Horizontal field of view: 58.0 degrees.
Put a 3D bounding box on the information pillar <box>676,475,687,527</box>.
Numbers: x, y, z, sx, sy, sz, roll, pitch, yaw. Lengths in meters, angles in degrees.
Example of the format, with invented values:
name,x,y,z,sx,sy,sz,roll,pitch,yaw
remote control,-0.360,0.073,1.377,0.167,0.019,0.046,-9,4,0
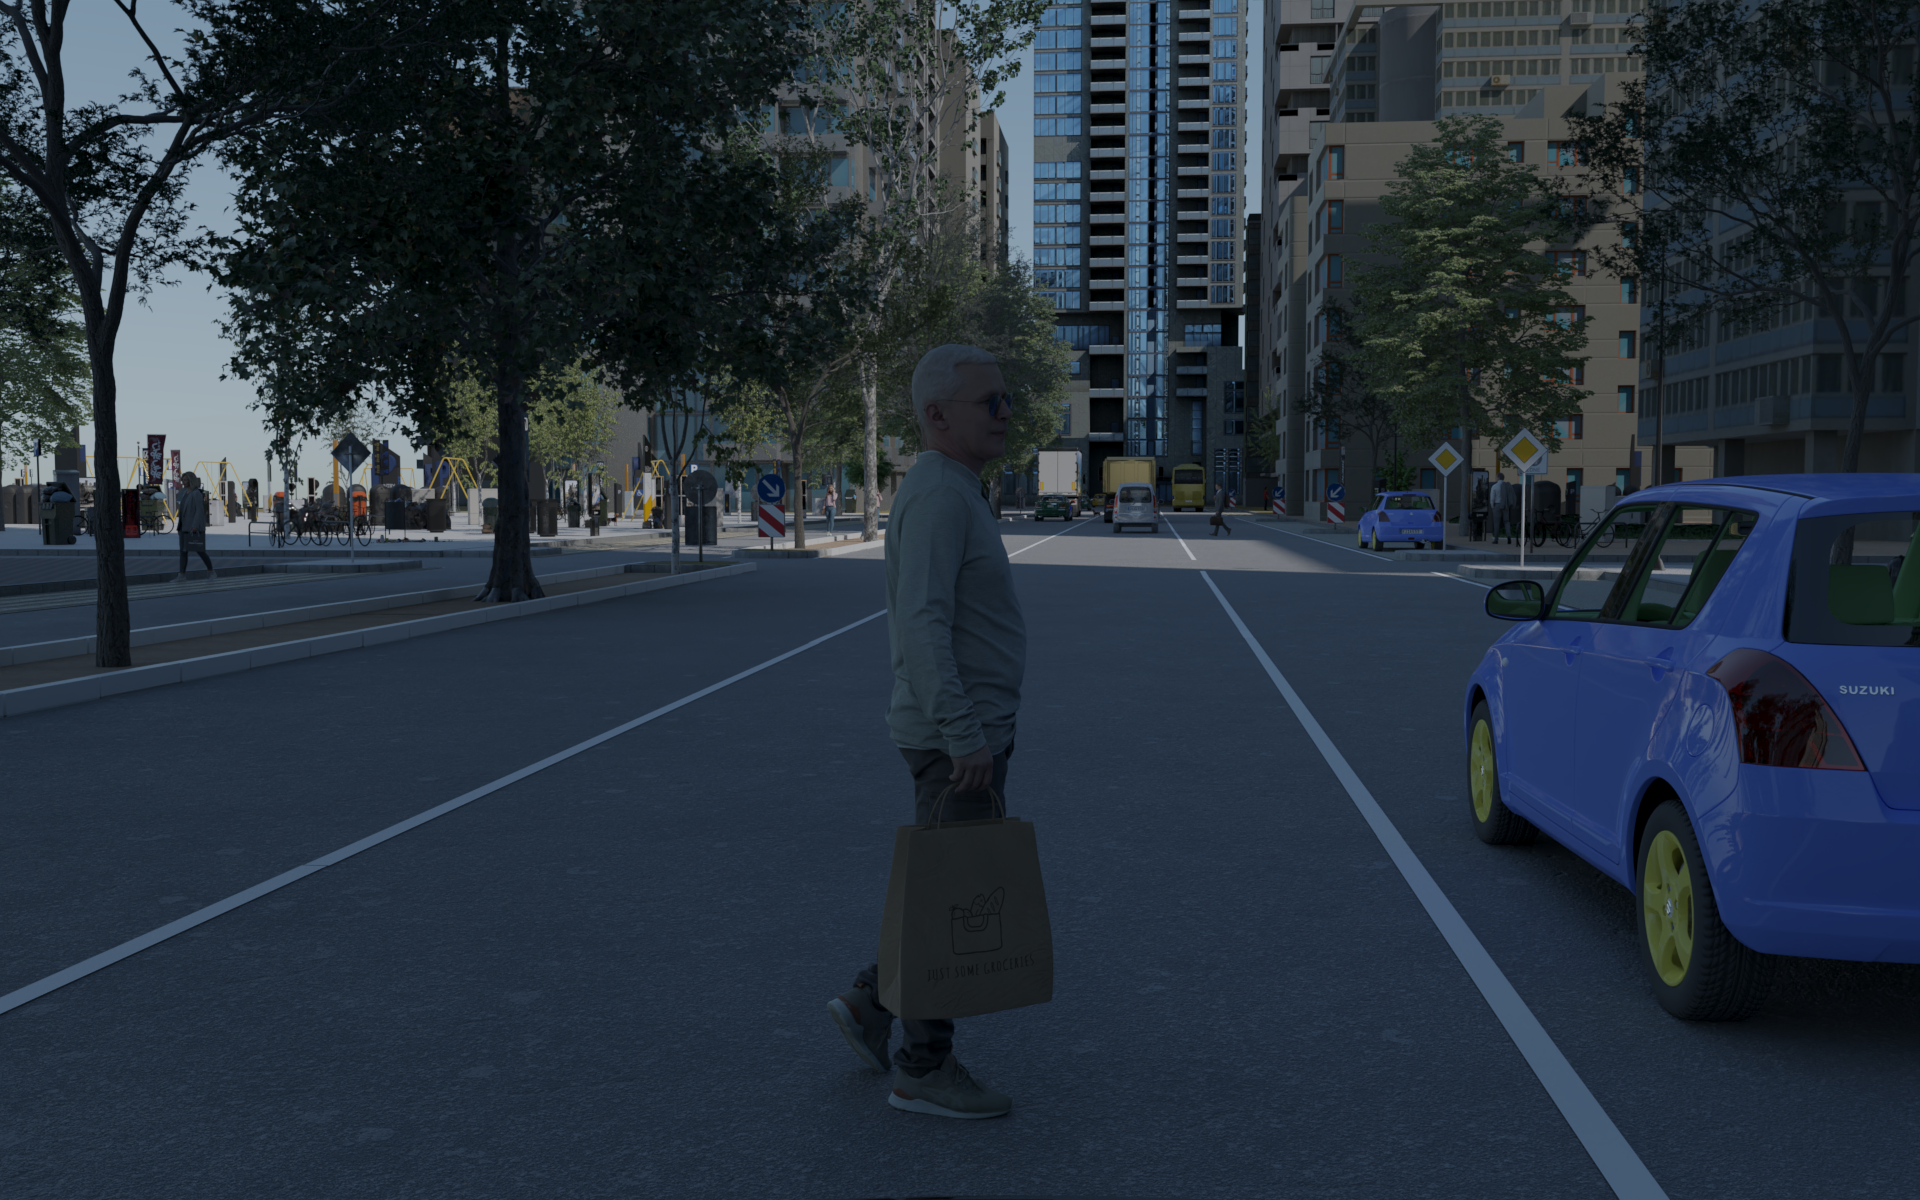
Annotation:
name,x,y,z,sx,sy,sz,roll,pitch,yaw
information pillar,-10.796,-3.841,67.298,0.304,2.012,0.304,-3,5,-43

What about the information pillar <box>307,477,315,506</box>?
name,x,y,z,sx,sy,sz,roll,pitch,yaw
information pillar,-28.238,-4.338,75.424,0.304,2.012,0.304,-1,4,-21

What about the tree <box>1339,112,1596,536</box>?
name,x,y,z,sx,sy,sz,roll,pitch,yaw
tree,15.015,-8.219,52.514,7.486,12.596,7.792,0,3,0

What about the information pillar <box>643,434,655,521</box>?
name,x,y,z,sx,sy,sz,roll,pitch,yaw
information pillar,-12.283,-4.686,67.979,0.183,3.616,0.504,1,4,21

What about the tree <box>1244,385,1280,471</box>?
name,x,y,z,sx,sy,sz,roll,pitch,yaw
tree,21.453,-10.157,116.435,4.737,8.622,4.395,0,3,0

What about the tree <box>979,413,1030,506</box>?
name,x,y,z,sx,sy,sz,roll,pitch,yaw
tree,1.599,-8.360,89.505,4.360,8.622,3.978,0,3,0

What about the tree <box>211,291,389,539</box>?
name,x,y,z,sx,sy,sz,roll,pitch,yaw
tree,-18.964,-6.046,49.212,4.360,8.622,3.978,0,3,0

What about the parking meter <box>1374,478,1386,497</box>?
name,x,y,z,sx,sy,sz,roll,pitch,yaw
parking meter,14.957,-3.425,61.704,0.399,1.863,0.255,-2,4,-31

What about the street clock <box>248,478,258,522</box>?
name,x,y,z,sx,sy,sz,roll,pitch,yaw
street clock,-32.429,-4.583,79.503,0.358,2.002,0.471,0,4,8

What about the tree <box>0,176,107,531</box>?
name,x,y,z,sx,sy,sz,roll,pitch,yaw
tree,-33.314,-8.674,59.948,7.486,12.596,7.792,0,3,0

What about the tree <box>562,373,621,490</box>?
name,x,y,z,sx,sy,sz,roll,pitch,yaw
tree,-22.827,-9.492,105.557,4.360,8.622,3.978,0,3,0

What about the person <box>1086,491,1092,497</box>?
name,x,y,z,sx,sy,sz,roll,pitch,yaw
person,12.568,-9.924,171.468,1.217,1.735,0.721,-1,4,-13

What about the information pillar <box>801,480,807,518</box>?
name,x,y,z,sx,sy,sz,roll,pitch,yaw
information pillar,-8.285,-5.312,91.341,0.304,2.012,0.304,-2,4,-24

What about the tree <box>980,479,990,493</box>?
name,x,y,z,sx,sy,sz,roll,pitch,yaw
tree,2.773,-12.099,192.422,1.663,3.219,1.824,0,3,0

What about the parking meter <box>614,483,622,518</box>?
name,x,y,z,sx,sy,sz,roll,pitch,yaw
parking meter,-18.355,-5.339,93.005,0.255,1.863,0.399,3,4,39

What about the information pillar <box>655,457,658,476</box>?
name,x,y,z,sx,sy,sz,roll,pitch,yaw
information pillar,-17.445,-6.576,98.875,0.183,3.616,0.504,3,4,38

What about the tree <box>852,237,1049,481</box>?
name,x,y,z,sx,sy,sz,roll,pitch,yaw
tree,-0.116,-9.470,75.425,7.486,12.596,7.792,0,3,0

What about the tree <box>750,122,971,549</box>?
name,x,y,z,sx,sy,sz,roll,pitch,yaw
tree,-3.814,-6.428,41.968,8.767,10.594,7.601,0,4,6

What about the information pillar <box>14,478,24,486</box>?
name,x,y,z,sx,sy,sz,roll,pitch,yaw
information pillar,-43.246,-4.598,79.673,0.304,2.012,0.304,0,4,-5

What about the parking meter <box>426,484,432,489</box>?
name,x,y,z,sx,sy,sz,roll,pitch,yaw
parking meter,-32.161,-6.081,105.135,0.399,1.863,0.255,-1,4,-9

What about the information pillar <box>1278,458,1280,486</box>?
name,x,y,z,sx,sy,sz,roll,pitch,yaw
information pillar,20.575,-7.335,111.277,0.183,3.616,0.504,-1,4,-14

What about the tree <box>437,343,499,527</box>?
name,x,y,z,sx,sy,sz,roll,pitch,yaw
tree,-18.883,-7.160,67.421,4.737,8.622,4.395,0,3,0

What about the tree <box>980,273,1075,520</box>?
name,x,y,z,sx,sy,sz,roll,pitch,yaw
tree,2.002,-11.463,96.536,9.857,13.997,8.962,0,3,0

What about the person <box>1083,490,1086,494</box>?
name,x,y,z,sx,sy,sz,roll,pitch,yaw
person,12.099,-9.755,168.003,0.705,1.823,1.348,2,4,31

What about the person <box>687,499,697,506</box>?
name,x,y,z,sx,sy,sz,roll,pitch,yaw
person,-13.146,-4.763,84.410,0.515,1.767,0.782,2,4,33

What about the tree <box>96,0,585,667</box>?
name,x,y,z,sx,sy,sz,roll,pitch,yaw
tree,-6.949,-4.740,14.365,8.767,10.594,7.601,0,4,6

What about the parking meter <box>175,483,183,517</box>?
name,x,y,z,sx,sy,sz,roll,pitch,yaw
parking meter,-42.934,-5.475,95.229,0.399,1.863,0.255,2,4,24

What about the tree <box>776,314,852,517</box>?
name,x,y,z,sx,sy,sz,roll,pitch,yaw
tree,-6.469,-11.017,98.254,7.486,12.596,7.792,0,3,0

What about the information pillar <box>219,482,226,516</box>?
name,x,y,z,sx,sy,sz,roll,pitch,yaw
information pillar,-43.273,-5.943,101.654,0.304,2.012,0.304,-3,4,-36

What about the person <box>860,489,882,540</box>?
name,x,y,z,sx,sy,sz,roll,pitch,yaw
person,-2.765,-2.715,53.482,0.643,1.750,0.593,3,4,38

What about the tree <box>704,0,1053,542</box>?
name,x,y,z,sx,sy,sz,roll,pitch,yaw
tree,-3.780,-11.839,51.919,12.611,20.169,13.585,0,3,0

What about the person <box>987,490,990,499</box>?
name,x,y,z,sx,sy,sz,roll,pitch,yaw
person,3.303,-11.051,187.507,1.217,1.735,0.721,3,4,38

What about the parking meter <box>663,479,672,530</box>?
name,x,y,z,sx,sy,sz,roll,pitch,yaw
parking meter,-10.518,-3.485,62.686,0.399,1.863,0.255,-2,4,-34

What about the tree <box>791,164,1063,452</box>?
name,x,y,z,sx,sy,sz,roll,pitch,yaw
tree,-1.218,-9.265,64.304,12.009,13.543,11.850,0,3,0

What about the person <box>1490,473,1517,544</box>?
name,x,y,z,sx,sy,sz,roll,pitch,yaw
person,13.922,-2.339,44.391,0.679,1.850,0.850,0,4,-6

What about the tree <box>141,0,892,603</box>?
name,x,y,z,sx,sy,sz,roll,pitch,yaw
tree,-5.970,-6.328,22.935,9.611,12.733,9.660,0,3,0

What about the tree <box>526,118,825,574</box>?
name,x,y,z,sx,sy,sz,roll,pitch,yaw
tree,-5.041,-4.740,30.320,4.737,8.622,4.395,0,3,0

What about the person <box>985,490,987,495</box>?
name,x,y,z,sx,sy,sz,roll,pitch,yaw
person,2.627,-10.859,184.145,0.434,1.755,0.990,-1,4,-15

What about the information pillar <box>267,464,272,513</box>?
name,x,y,z,sx,sy,sz,roll,pitch,yaw
information pillar,-46.190,-7.615,115.860,0.183,3.616,0.504,-3,5,-44

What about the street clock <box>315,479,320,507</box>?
name,x,y,z,sx,sy,sz,roll,pitch,yaw
street clock,-31.789,-4.936,85.266,0.471,2.002,0.358,1,4,10

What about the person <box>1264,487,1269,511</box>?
name,x,y,z,sx,sy,sz,roll,pitch,yaw
person,23.388,-7.720,132.207,0.705,1.831,1.348,0,4,3

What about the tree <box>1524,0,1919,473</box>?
name,x,y,z,sx,sy,sz,roll,pitch,yaw
tree,11.766,-5.393,22.595,8.767,10.594,7.601,0,4,1

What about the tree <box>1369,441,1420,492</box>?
name,x,y,z,sx,sy,sz,roll,pitch,yaw
tree,15.915,-4.171,62.791,1.663,3.219,1.824,0,3,0

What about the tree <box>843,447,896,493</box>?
name,x,y,z,sx,sy,sz,roll,pitch,yaw
tree,-5.555,-7.436,105.290,4.285,4.588,4.351,0,3,0

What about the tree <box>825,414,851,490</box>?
name,x,y,z,sx,sy,sz,roll,pitch,yaw
tree,-8.133,-9.819,110.902,4.737,8.622,4.395,0,3,0

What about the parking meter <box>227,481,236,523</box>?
name,x,y,z,sx,sy,sz,roll,pitch,yaw
parking meter,-32.346,-4.355,76.912,0.255,1.863,0.399,-1,4,-11

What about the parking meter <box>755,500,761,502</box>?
name,x,y,z,sx,sy,sz,roll,pitch,yaw
parking meter,-12.084,-5.830,103.726,0.372,1.533,0.369,0,3,0

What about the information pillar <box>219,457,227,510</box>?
name,x,y,z,sx,sy,sz,roll,pitch,yaw
information pillar,-46.359,-7.197,109.030,0.504,3.616,0.183,1,4,20

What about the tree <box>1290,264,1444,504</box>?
name,x,y,z,sx,sy,sz,roll,pitch,yaw
tree,16.925,-8.267,69.577,7.601,10.594,8.767,-1,4,-14

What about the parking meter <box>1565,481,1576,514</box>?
name,x,y,z,sx,sy,sz,roll,pitch,yaw
parking meter,26.345,-4.222,74.735,0.399,1.863,0.255,0,4,-5

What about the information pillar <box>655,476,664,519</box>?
name,x,y,z,sx,sy,sz,roll,pitch,yaw
information pillar,-12.363,-4.083,71.249,0.304,2.012,0.304,0,4,5
